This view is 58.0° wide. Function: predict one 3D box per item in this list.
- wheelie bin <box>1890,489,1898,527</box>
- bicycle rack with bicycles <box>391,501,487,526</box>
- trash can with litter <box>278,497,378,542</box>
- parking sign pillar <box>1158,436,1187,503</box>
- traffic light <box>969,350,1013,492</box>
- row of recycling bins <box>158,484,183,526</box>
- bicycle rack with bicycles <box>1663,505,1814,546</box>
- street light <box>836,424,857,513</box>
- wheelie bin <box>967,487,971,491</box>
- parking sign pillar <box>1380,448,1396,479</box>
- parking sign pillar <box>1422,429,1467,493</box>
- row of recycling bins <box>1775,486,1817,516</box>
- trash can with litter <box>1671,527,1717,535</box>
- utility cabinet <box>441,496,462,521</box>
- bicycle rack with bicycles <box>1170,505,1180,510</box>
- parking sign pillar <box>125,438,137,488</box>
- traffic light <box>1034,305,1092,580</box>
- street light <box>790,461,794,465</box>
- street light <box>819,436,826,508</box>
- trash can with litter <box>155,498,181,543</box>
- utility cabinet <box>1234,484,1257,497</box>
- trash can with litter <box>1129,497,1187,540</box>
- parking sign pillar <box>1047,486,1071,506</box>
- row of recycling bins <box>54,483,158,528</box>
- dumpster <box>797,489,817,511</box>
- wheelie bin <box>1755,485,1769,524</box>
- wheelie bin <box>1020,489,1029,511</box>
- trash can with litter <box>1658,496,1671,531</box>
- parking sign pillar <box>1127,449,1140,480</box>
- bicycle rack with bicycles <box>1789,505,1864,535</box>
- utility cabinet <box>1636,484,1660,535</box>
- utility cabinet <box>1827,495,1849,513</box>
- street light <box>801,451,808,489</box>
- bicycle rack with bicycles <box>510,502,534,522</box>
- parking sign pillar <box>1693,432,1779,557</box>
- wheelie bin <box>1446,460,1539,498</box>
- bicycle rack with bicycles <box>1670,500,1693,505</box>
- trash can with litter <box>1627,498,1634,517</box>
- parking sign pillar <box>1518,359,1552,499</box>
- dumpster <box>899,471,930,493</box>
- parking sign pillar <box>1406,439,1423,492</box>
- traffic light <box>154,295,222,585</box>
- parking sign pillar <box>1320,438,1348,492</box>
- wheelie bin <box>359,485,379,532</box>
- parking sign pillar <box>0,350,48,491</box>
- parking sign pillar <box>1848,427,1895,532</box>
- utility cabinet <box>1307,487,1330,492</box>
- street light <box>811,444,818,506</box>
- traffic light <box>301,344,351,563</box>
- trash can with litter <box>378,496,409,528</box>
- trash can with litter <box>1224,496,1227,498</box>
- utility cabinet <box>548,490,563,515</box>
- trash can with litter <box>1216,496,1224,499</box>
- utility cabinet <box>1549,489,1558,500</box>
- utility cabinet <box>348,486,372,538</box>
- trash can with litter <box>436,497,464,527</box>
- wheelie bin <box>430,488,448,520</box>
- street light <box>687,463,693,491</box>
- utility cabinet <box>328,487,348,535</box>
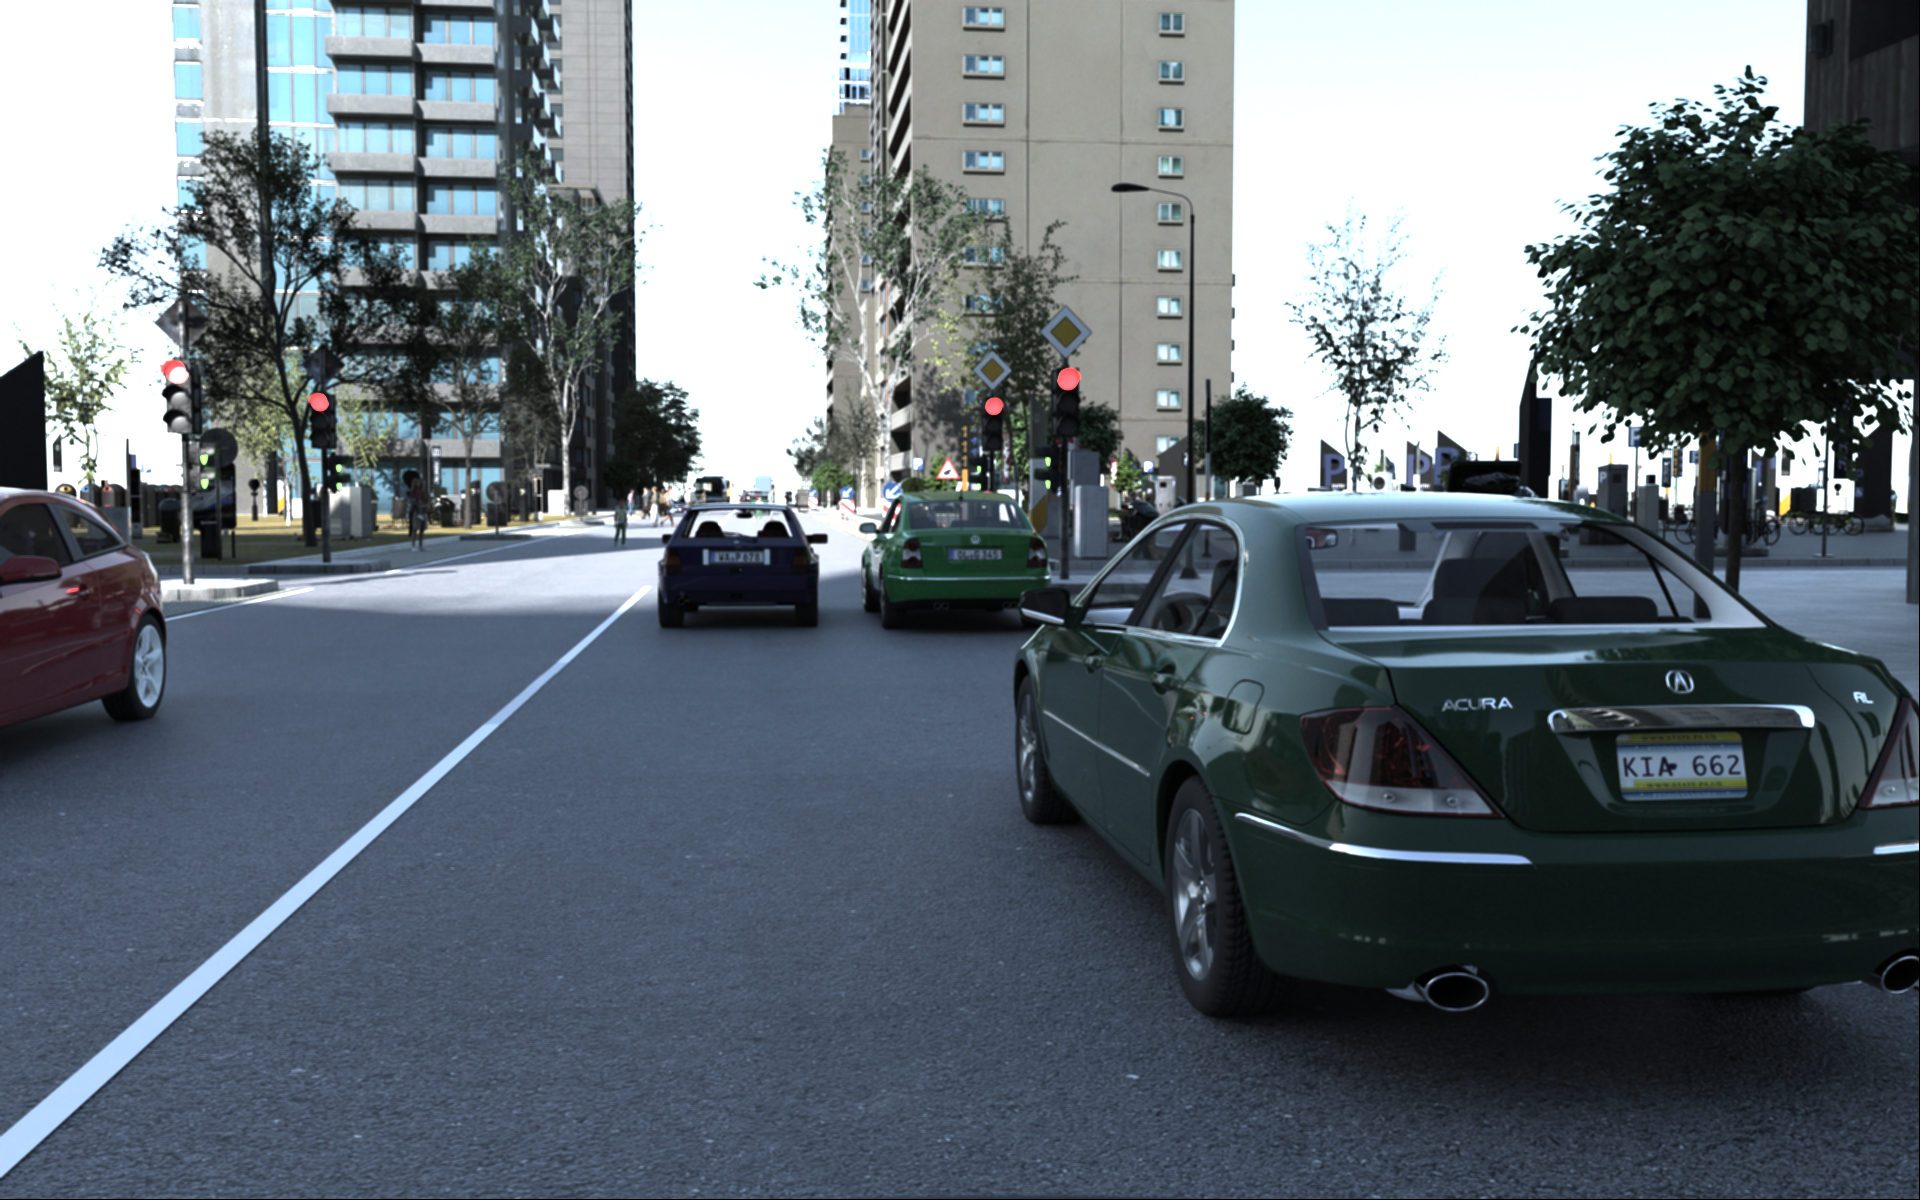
[{"bbox_3d":[34.012,-3.410,63.668,0.980,1.594,0.693,-1,4,-19],"label":"wheelie bin"},{"bbox_3d":[-21.601,-3.527,71.042,2.925,0.926,2.852,1,4,21],"label":"bicycle rack with bicycles"},{"bbox_3d":[-17.387,-2.229,47.504,2.233,1.210,1.678,0,4,-5],"label":"trash can with litter"},{"bbox_3d":[9.841,-5.608,80.164,1.447,3.967,1.447,0,4,2],"label":"parking sign pillar"},{"bbox_3d":[0.606,-2.750,33.880,0.839,4.253,0.868,0,4,-7],"label":"traffic light"},{"bbox_3d":[-32.309,-3.840,69.902,1.069,1.692,3.534,0,4,1],"label":"row of recycling bins"},{"bbox_3d":[19.307,-1.860,43.786,2.925,0.926,2.852,0,4,-5],"label":"bicycle rack with bicycles"},{"bbox_3d":[-7.531,-8.711,114.972,1.470,5.913,1.316,0,4,-7],"label":"street light"},{"bbox_3d":[0.568,-4.408,79.979,0.693,1.594,0.980,-1,4,-18],"label":"wheelie bin"},{"bbox_3d":[25.287,-6.966,102.368,1.447,3.967,1.447,3,5,39],"label":"parking sign pillar"},{"bbox_3d":[20.271,-5.091,71.716,1.447,3.967,1.447,3,5,45],"label":"parking sign pillar"},{"bbox_3d":[45.931,-5.412,95.596,1.069,1.692,3.534,-1,4,-11],"label":"row of recycling bins"},{"bbox_3d":[23.650,-2.671,54.725,1.678,1.210,2.233,2,4,32],"label":"trash can with litter"},{"bbox_3d":[-22.262,-3.957,75.865,0.306,1.237,1.020,2,4,24],"label":"utility cabinet"},{"bbox_3d":[8.331,-2.785,58.922,2.852,0.926,2.925,0,4,2],"label":"bicycle rack with bicycles"},{"bbox_3d":[-40.051,-5.824,83.691,1.447,3.967,1.447,-2,4,-28],"label":"parking sign pillar"},{"bbox_3d":[1.550,-2.265,25.951,0.839,4.253,0.868,0,4,-7],"label":"traffic light"},{"bbox_3d":[-22.855,-16.583,243.670,1.470,5.913,1.316,0,4,-7],"label":"street light"},{"bbox_3d":[-10.321,-10.137,138.288,1.470,5.913,1.316,0,4,-7],"label":"street light"},{"bbox_3d":[-20.687,-2.078,45.354,0.624,1.170,1.055,-1,4,-11],"label":"trash can with litter"},{"bbox_3d":[6.197,-1.766,37.561,0.318,1.500,1.173,0,4,0],"label":"utility cabinet"},{"bbox_3d":[3.799,-1.380,33.953,0.624,1.170,1.055,-3,4,-36],"label":"trash can with litter"},{"bbox_3d":[5.561,-6.635,96.948,1.447,3.967,1.447,-1,4,-14],"label":"parking sign pillar"},{"bbox_3d":[-32.307,-3.552,65.182,3.534,1.692,1.069,0,4,2],"label":"row of recycling bins"},{"bbox_3d":[-13.234,-8.663,149.852,1.865,1.857,1.264,0,4,-7],"label":"dumpster"},{"bbox_3d":[28.695,-3.339,62.497,0.693,1.594,0.980,-3,5,-42],"label":"wheelie bin"},{"bbox_3d":[3.621,-5.616,99.737,0.693,1.594,0.980,-1,4,-17],"label":"wheelie bin"},{"bbox_3d":[24.473,-3.089,61.563,2.233,1.210,1.678,0,4,5],"label":"trash can with litter"},{"bbox_3d":[10.158,-6.980,102.602,1.447,3.967,1.447,-2,4,-27],"label":"parking sign pillar"},{"bbox_3d":[27.337,-2.542,54.944,2.852,0.926,2.925,-2,4,-30],"label":"bicycle rack with bicycles"},{"bbox_3d":[15.196,-1.813,38.323,0.318,1.500,1.173,1,4,13],"label":"utility cabinet"},{"bbox_3d":[40.864,-4.257,80.770,0.306,1.237,1.020,-2,4,-30],"label":"utility cabinet"},{"bbox_3d":[-15.869,-12.976,184.698,1.470,5.913,1.316,0,4,-7],"label":"street light"},{"bbox_3d":[-21.450,-4.176,81.657,2.925,0.926,2.852,-1,4,-14],"label":"bicycle rack with bicycles"},{"bbox_3d":[16.072,-2.906,35.983,1.447,3.967,1.447,1,4,18],"label":"parking sign pillar"},{"bbox_3d":[4.944,-0.508,16.221,0.980,1.594,0.693,0,4,5],"label":"wheelie bin"},{"bbox_3d":[46.596,-5.968,110.954,2.925,0.926,2.852,1,4,16],"label":"bicycle rack with bicycles"},{"bbox_3d":[37.981,-5.311,98.221,1.055,1.170,0.624,1,4,14],"label":"trash can with litter"},{"bbox_3d":[11.674,-2.862,35.258,1.447,3.967,1.447,1,4,9],"label":"parking sign pillar"},{"bbox_3d":[-1.951,-4.329,73.278,1.502,2.255,1.985,0,4,-7],"label":"dumpster"},{"bbox_3d":[22.481,-5.891,84.788,1.447,3.967,1.447,1,4,14],"label":"parking sign pillar"},{"bbox_3d":[-10.922,-2.173,24.457,0.839,4.253,0.868,0,4,-7],"label":"traffic light"},{"bbox_3d":[18.133,-5.845,84.037,1.447,3.967,1.447,-1,4,-15],"label":"parking sign pillar"},{"bbox_3d":[-20.044,-3.081,58.285,0.693,1.594,0.980,1,4,13],"label":"wheelie bin"},{"bbox_3d":[-17.624,-2.665,32.051,1.447,3.967,1.447,2,4,28],"label":"parking sign pillar"},{"bbox_3d":[31.062,-4.308,58.914,1.447,3.967,1.447,-1,4,-22],"label":"parking sign pillar"},{"bbox_3d":[11.179,-2.771,53.977,0.318,1.500,1.173,2,4,33],"label":"utility cabinet"},{"bbox_3d":[-13.168,-11.564,161.608,1.470,5.913,1.316,0,4,-7],"label":"street light"},{"bbox_3d":[-11.866,-2.658,32.386,0.839,4.253,0.868,0,4,-7],"label":"traffic light"},{"bbox_3d":[-21.687,-3.355,65.905,2.233,1.210,1.678,0,4,-2],"label":"trash can with litter"},{"bbox_3d":[15.902,-5.560,101.963,2.233,1.210,1.678,1,4,8],"label":"trash can with litter"},{"bbox_3d":[-24.287,-5.883,104.859,1.173,1.500,0.318,0,4,3],"label":"utility cabinet"},{"bbox_3d":[13.335,-4.821,90.203,1.055,1.170,0.624,-3,4,-36],"label":"trash can with litter"},{"bbox_3d":[28.074,-4.484,81.987,1.173,1.500,0.318,1,4,21],"label":"utility cabinet"},{"bbox_3d":[-17.551,-2.577,50.805,0.318,1.500,1.173,-2,4,-34],"label":"utility cabinet"},{"bbox_3d":[-19.624,-3.387,66.759,0.624,1.170,1.055,2,4,33],"label":"trash can with litter"},{"bbox_3d":[-25.378,-4.676,84.369,0.980,1.594,0.693,-3,4,-36],"label":"wheelie bin"},{"bbox_3d":[-37.766,-16.186,237.183,1.470,5.913,1.316,0,4,-7],"label":"street light"},{"bbox_3d":[-19.323,-2.762,53.830,0.318,1.500,1.173,-3,5,-41],"label":"utility cabinet"}]
